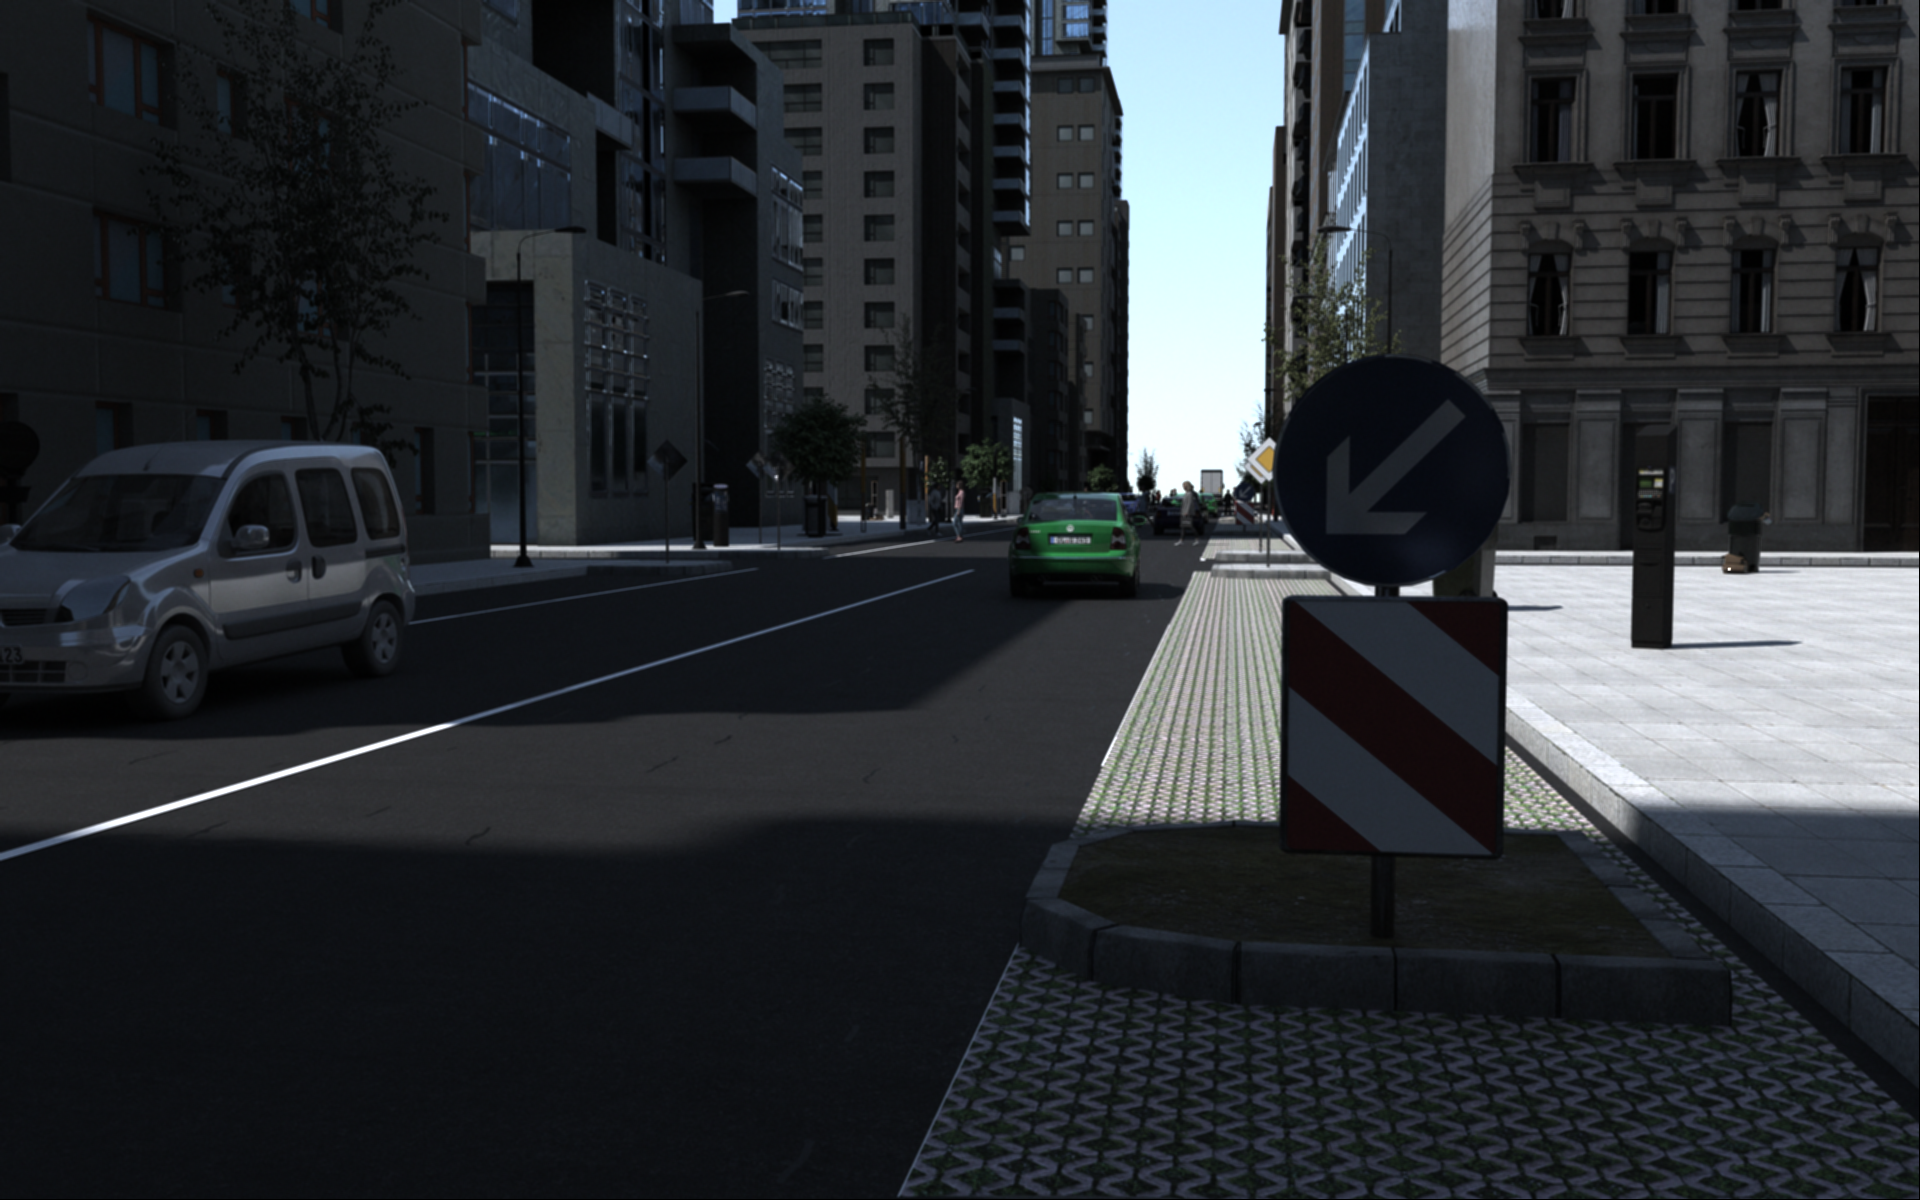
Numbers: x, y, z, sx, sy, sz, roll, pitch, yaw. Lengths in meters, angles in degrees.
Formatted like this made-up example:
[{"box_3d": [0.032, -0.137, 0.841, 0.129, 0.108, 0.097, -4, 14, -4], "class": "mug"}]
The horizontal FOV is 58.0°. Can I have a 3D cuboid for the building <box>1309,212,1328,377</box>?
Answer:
[{"box_3d": [26.151, -14.479, 101.352, 10.561, 19.102, 19.286, 1, 4, 9], "class": "building"}]

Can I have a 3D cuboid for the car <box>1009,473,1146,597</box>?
[{"box_3d": [1.758, -1.026, 25.578, 1.959, 1.807, 4.718, 0, 4, 7], "class": "car"}]

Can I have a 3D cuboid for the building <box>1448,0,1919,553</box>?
[{"box_3d": [21.373, -11.785, 41.841, 18.267, 20.994, 9.793, 1, 4, 9], "class": "building"}]

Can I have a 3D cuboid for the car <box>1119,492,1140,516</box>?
[{"box_3d": [11.145, -6.537, 116.466, 1.945, 1.707, 3.694, 1, 4, 11], "class": "car"}]

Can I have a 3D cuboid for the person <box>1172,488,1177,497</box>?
[{"box_3d": [13.149, -5.973, 106.560, 0.834, 1.777, 0.661, 1, 4, 22], "class": "person"}]

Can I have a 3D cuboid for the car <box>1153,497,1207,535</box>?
[{"box_3d": [7.855, -3.019, 61.947, 1.945, 1.354, 3.894, 1, 4, 9], "class": "car"}]

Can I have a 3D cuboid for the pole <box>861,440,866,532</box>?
[{"box_3d": [-3.243, -3.933, 58.150, 0.158, 3.312, 0.155, 0, 3, 0], "class": "pole"}]

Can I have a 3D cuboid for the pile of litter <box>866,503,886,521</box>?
[{"box_3d": [-4.167, -4.313, 84.484, 1.176, 0.858, 1.719, 3, 5, 40], "class": "pile of litter"}]

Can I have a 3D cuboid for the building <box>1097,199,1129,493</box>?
[{"box_3d": [15.453, -33.733, 235.122, 14.154, 41.232, 14.086, 1, 4, 9], "class": "building"}]

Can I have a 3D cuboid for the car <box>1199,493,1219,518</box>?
[{"box_3d": [14.732, -5.890, 105.095, 1.959, 1.807, 4.718, 0, 4, 8], "class": "car"}]

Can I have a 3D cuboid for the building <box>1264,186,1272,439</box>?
[{"box_3d": [56.264, -38.706, 256.539, 21.300, 48.544, 21.600, 1, 4, 9], "class": "building"}]

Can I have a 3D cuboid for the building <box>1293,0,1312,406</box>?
[{"box_3d": [38.809, -29.760, 141.199, 22.147, 44.769, 28.867, 1, 4, 9], "class": "building"}]

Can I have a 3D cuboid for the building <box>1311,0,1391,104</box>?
[{"box_3d": [31.677, -28.773, 120.541, 14.600, 45.320, 14.200, 1, 4, 9], "class": "building"}]

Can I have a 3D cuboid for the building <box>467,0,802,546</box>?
[{"box_3d": [-18.041, -45.515, 56.845, 22.319, 86.520, 31.000, 1, 4, 9], "class": "building"}]

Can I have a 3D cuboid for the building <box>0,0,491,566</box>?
[{"box_3d": [-25.720, -10.841, 22.283, 28.899, 21.520, 27.650, 1, 4, 9], "class": "building"}]

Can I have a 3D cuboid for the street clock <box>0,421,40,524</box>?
[{"box_3d": [-9.461, -0.779, 17.304, 0.358, 2.002, 0.471, 3, 5, 42], "class": "street clock"}]

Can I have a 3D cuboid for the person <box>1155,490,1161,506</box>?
[{"box_3d": [19.023, -9.633, 165.931, 0.705, 1.831, 1.348, 2, 4, 27], "class": "person"}]

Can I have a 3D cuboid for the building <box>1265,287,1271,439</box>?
[{"box_3d": [49.441, -28.649, 240.119, 14.160, 30.474, 14.107, 1, 4, 9], "class": "building"}]

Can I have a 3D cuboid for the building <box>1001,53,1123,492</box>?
[{"box_3d": [4.961, -38.221, 214.157, 28.713, 52.752, 27.495, 1, 4, 9], "class": "building"}]

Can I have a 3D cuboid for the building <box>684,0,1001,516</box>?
[{"box_3d": [-5.149, -50.017, 130.448, 22.319, 86.520, 31.000, 1, 4, 9], "class": "building"}]

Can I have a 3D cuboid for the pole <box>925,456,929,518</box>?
[{"box_3d": [-1.748, -6.028, 92.393, 0.158, 3.312, 0.155, 0, 3, 0], "class": "pole"}]

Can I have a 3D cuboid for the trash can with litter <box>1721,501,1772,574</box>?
[{"box_3d": [12.737, -1.022, 28.094, 0.624, 1.170, 1.055, 2, 4, 34], "class": "trash can with litter"}]

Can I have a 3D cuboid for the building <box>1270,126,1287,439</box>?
[{"box_3d": [44.033, -33.958, 205.320, 14.600, 45.320, 14.200, 1, 4, 9], "class": "building"}]

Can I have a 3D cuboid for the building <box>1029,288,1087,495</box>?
[{"box_3d": [-3.106, -19.409, 162.370, 27.650, 21.520, 28.899, 1, 4, 9], "class": "building"}]

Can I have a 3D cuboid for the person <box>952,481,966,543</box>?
[{"box_3d": [-0.030, -2.612, 51.217, 0.388, 1.821, 0.555, -1, 4, -16], "class": "person"}]

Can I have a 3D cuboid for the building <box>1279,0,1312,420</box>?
[{"box_3d": [45.670, -35.420, 168.355, 28.713, 52.752, 27.495, 1, 4, 9], "class": "building"}]

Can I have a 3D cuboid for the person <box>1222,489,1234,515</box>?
[{"box_3d": [18.765, -6.853, 121.092, 0.434, 1.755, 0.990, -3, 5, -40], "class": "person"}]

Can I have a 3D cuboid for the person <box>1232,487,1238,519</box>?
[{"box_3d": [16.006, -5.635, 100.437, 0.447, 1.846, 0.655, -1, 4, -22], "class": "person"}]

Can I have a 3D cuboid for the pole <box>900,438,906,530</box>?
[{"box_3d": [-2.070, -4.207, 62.622, 0.158, 3.312, 0.155, 0, 3, 0], "class": "pole"}]

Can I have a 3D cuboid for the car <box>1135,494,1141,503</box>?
[{"box_3d": [18.370, -10.571, 182.619, 2.009, 1.686, 4.222, 1, 4, 9], "class": "car"}]

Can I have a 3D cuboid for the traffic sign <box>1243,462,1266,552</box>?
[{"box_3d": [6.636, -2.112, 38.180, 0.795, 2.450, 0.064, 1, 4, 9], "class": "traffic sign"}]

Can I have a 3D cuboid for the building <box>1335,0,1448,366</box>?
[{"box_3d": [19.905, -12.855, 64.937, 10.420, 20.320, 16.860, 1, 4, 9], "class": "building"}]

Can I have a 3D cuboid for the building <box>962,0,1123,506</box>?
[{"box_3d": [14.091, -57.748, 256.846, 22.319, 86.520, 31.000, 1, 4, 9], "class": "building"}]

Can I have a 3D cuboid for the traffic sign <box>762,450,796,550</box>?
[{"box_3d": [-4.174, -2.217, 39.889, 0.795, 2.450, 0.064, 1, 4, 9], "class": "traffic sign"}]

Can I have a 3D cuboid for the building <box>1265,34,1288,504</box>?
[{"box_3d": [49.600, -47.890, 221.245, 20.563, 71.187, 20.611, 1, 4, 9], "class": "building"}]

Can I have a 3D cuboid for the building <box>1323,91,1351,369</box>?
[{"box_3d": [22.709, -14.294, 82.863, 9.793, 20.994, 18.267, 1, 4, 9], "class": "building"}]

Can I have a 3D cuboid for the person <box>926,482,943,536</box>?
[{"box_3d": [-0.895, -3.129, 59.508, 0.795, 1.843, 0.661, 2, 4, 29], "class": "person"}]

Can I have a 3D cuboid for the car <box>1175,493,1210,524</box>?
[{"box_3d": [11.320, -4.688, 85.444, 1.959, 1.807, 4.718, 1, 4, 10], "class": "car"}]

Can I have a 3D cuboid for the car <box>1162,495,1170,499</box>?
[{"box_3d": [25.891, -12.290, 213.523, 1.945, 1.354, 3.894, 1, 4, 8], "class": "car"}]

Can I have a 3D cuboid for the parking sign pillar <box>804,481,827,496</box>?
[{"box_3d": [-6.979, -5.733, 82.203, 1.447, 3.967, 1.447, 0, 4, -4], "class": "parking sign pillar"}]

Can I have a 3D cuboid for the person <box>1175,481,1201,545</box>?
[{"box_3d": [6.390, -2.428, 48.376, 0.728, 1.800, 0.709, 0, 4, -4], "class": "person"}]

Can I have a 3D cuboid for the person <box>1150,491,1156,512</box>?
[{"box_3d": [15.688, -8.014, 140.444, 0.530, 1.710, 0.541, 0, 4, -5], "class": "person"}]

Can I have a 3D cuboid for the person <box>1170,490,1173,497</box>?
[{"box_3d": [18.653, -8.796, 152.335, 0.705, 1.821, 1.348, 0, 4, 6], "class": "person"}]

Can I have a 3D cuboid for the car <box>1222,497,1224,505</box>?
[{"box_3d": [33.053, -12.937, 223.519, 2.014, 1.417, 4.499, 0, 4, 7], "class": "car"}]

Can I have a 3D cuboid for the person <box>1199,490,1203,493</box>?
[{"box_3d": [16.980, -6.851, 121.297, 0.721, 1.735, 1.217, 1, 4, 22], "class": "person"}]

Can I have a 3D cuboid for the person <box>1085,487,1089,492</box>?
[{"box_3d": [7.182, -5.440, 97.545, 0.778, 1.811, 0.616, 3, 4, 37], "class": "person"}]

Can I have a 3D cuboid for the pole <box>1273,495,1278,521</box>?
[{"box_3d": [14.816, -5.341, 81.168, 0.158, 3.312, 0.155, 0, 3, 0], "class": "pole"}]

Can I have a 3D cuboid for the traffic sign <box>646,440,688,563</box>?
[{"box_3d": [-5.410, -1.734, 31.999, 0.795, 2.450, 0.064, 1, 4, 9], "class": "traffic sign"}]

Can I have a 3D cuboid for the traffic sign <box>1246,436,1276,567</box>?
[{"box_3d": [5.399, -1.630, 30.291, 0.795, 2.450, 0.064, 1, 4, 9], "class": "traffic sign"}]

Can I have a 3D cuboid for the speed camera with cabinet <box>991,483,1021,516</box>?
[{"box_3d": [2.751, -6.721, 104.219, 2.038, 3.252, 0.660, -3, 5, -40], "class": "speed camera with cabinet"}]

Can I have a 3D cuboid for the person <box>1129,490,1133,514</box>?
[{"box_3d": [12.234, -6.949, 122.831, 0.721, 1.735, 1.217, 1, 4, 10], "class": "person"}]

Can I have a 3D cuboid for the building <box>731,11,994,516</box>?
[{"box_3d": [-5.795, -20.583, 108.239, 14.160, 30.474, 14.107, 1, 4, 9], "class": "building"}]

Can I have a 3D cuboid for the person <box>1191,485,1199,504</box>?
[{"box_3d": [9.609, -3.884, 72.120, 0.709, 1.813, 0.853, -2, 4, -27], "class": "person"}]

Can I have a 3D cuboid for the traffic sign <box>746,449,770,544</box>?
[{"box_3d": [-5.175, -2.672, 44.871, 0.795, 2.450, 0.064, 1, 4, 13], "class": "traffic sign"}]

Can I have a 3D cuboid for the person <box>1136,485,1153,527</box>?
[{"box_3d": [7.946, -4.046, 74.746, 0.778, 1.811, 0.616, -1, 4, -15], "class": "person"}]
